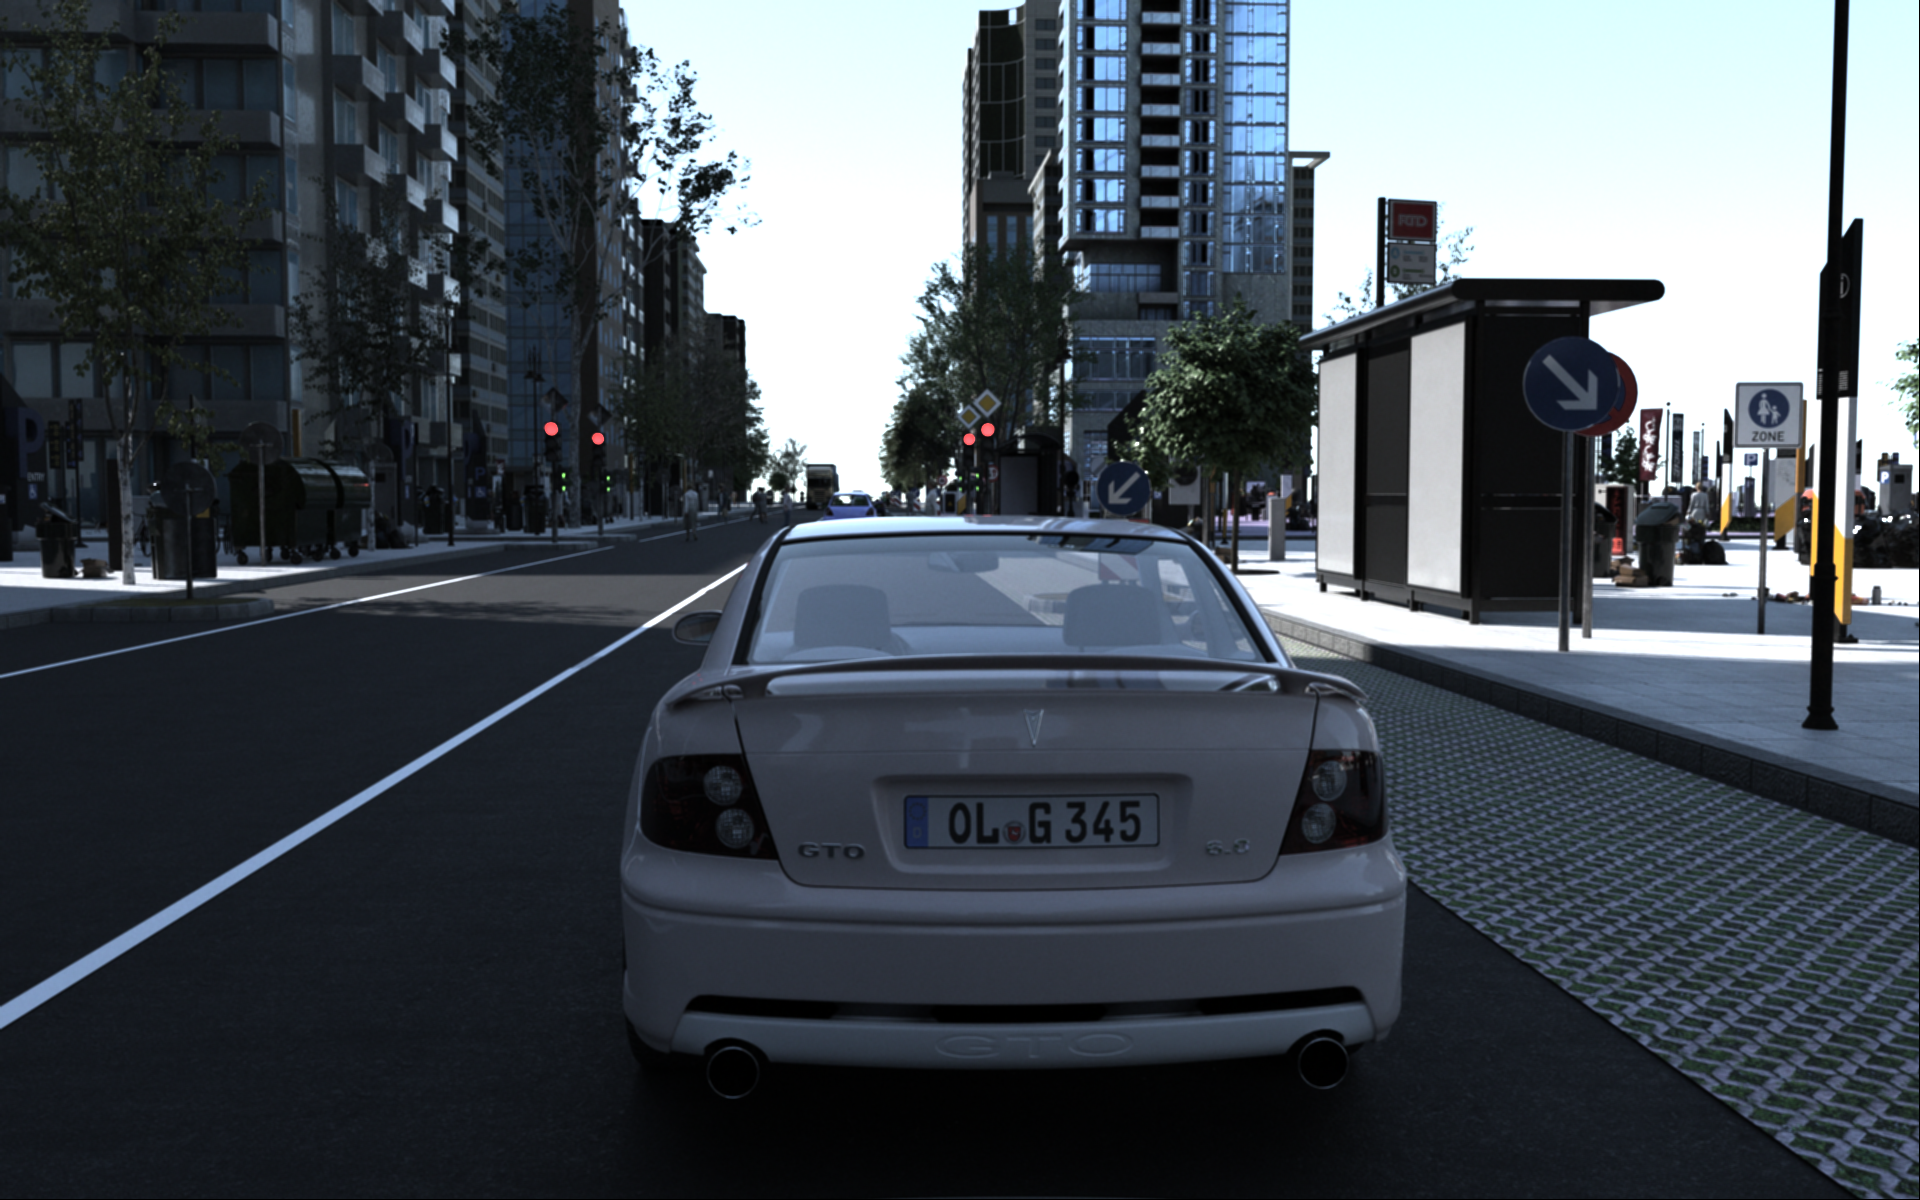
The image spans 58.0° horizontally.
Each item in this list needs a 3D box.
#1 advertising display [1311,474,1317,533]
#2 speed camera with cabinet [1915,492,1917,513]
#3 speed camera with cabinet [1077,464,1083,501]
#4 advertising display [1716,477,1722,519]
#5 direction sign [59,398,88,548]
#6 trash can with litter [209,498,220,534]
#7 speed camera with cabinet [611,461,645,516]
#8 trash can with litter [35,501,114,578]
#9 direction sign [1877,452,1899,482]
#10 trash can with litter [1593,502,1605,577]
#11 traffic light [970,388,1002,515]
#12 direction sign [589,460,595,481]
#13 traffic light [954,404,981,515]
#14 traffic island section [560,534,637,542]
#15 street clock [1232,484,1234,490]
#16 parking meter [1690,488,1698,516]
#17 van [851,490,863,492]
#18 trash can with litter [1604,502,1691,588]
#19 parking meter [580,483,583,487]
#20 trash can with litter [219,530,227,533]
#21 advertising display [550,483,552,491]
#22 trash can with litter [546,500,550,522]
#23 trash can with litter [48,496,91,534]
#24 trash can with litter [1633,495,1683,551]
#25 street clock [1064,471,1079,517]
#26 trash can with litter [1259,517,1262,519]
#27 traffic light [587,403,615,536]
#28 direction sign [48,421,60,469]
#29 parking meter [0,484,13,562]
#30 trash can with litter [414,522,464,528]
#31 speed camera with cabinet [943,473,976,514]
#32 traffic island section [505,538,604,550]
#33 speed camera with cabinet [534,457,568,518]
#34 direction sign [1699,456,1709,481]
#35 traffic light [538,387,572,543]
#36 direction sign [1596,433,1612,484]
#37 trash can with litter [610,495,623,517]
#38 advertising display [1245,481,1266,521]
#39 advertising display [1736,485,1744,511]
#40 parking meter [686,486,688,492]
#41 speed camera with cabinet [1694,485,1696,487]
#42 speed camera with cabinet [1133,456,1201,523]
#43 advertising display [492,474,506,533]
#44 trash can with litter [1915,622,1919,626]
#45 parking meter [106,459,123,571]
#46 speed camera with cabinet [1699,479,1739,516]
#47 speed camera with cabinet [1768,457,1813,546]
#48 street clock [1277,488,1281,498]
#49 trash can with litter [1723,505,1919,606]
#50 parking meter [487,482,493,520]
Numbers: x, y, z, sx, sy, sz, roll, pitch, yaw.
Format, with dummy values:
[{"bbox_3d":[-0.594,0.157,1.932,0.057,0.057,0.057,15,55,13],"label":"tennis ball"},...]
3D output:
[{"bbox_3d":[11.969,-3.189,57.361,0.974,1.923,0.123,-3,5,-41],"label":"advertising display"},{"bbox_3d":[62.163,-7.184,111.797,0.660,3.252,2.038,-1,4,-19],"label":"speed camera with cabinet"},{"bbox_3d":[7.073,-7.290,113.528,2.038,3.252,0.660,2,4,26],"label":"speed camera with cabinet"},{"bbox_3d":[29.415,-3.786,67.111,0.123,1.923,0.974,1,4,19],"label":"advertising display"},{"bbox_3d":[-21.072,-3.018,41.345,0.379,3.537,0.876,-3,5,-44],"label":"direction sign"},{"bbox_3d":[-23.845,-2.662,54.903,0.624,1.170,1.055,-3,4,-37],"label":"trash can with litter"},{"bbox_3d":[-19.529,-6.581,101.936,2.038,3.252,0.660,2,4,25],"label":"speed camera with cabinet"},{"bbox_3d":[-13.590,-0.930,26.600,1.055,1.170,0.624,-1,4,-11],"label":"trash can with litter"},{"bbox_3d":[50.413,-6.235,93.947,0.876,3.537,0.379,3,5,43],"label":"direction sign"},{"bbox_3d":[9.959,-0.941,26.767,1.055,1.170,0.624,-2,4,-28],"label":"trash can with litter"},{"bbox_3d":[0.702,-3.497,46.104,0.839,4.253,0.868,0,4,-3],"label":"traffic light"},{"bbox_3d":[-24.588,-7.574,115.824,0.379,3.537,0.876,-2,4,-32],"label":"direction sign"},{"bbox_3d":[0.254,-3.985,54.077,0.839,4.253,0.868,0,4,-3],"label":"traffic light"},{"bbox_3d":[-11.129,-1.913,53.558,2.009,0.180,2.903,0,4,-3],"label":"traffic island section"},{"bbox_3d":[18.171,-6.697,114.070,0.358,2.002,0.471,-3,5,-43],"label":"street clock"},{"bbox_3d":[39.034,-5.143,92.499,0.372,1.533,0.369,0,3,0],"label":"parking meter"},{"bbox_3d":[-16.096,-16.274,270.460,2.240,2.365,5.245,0,4,-5],"label":"van"},{"bbox_3d":[9.544,-0.769,23.954,1.055,1.170,0.624,-3,4,-36],"label":"trash can with litter"},{"bbox_3d":[-19.682,-5.141,89.770,0.255,1.863,0.399,0,4,6],"label":"parking meter"},{"bbox_3d":[-24.370,-2.774,56.410,2.233,1.210,1.678,0,4,-4],"label":"trash can with litter"},{"bbox_3d":[-23.541,-5.847,100.816,0.974,1.923,0.123,-3,4,-36],"label":"advertising display"},{"bbox_3d":[-19.323,-4.205,79.816,1.678,1.210,2.233,1,4,10],"label":"trash can with litter"},{"bbox_3d":[-29.187,-2.743,55.908,2.233,1.210,1.678,1,4,15],"label":"trash can with litter"},{"bbox_3d":[15.745,-1.701,38.865,1.678,1.210,2.233,-3,4,-38],"label":"trash can with litter"},{"bbox_3d":[3.436,-3.003,53.674,0.471,2.002,0.358,-2,4,-30],"label":"street clock"},{"bbox_3d":[16.001,-4.822,89.900,1.678,1.210,2.233,1,4,15],"label":"trash can with litter"},{"bbox_3d":[-11.089,-3.945,53.426,0.839,4.253,0.868,0,4,-3],"label":"traffic light"},{"bbox_3d":[-27.873,-3.785,53.879,0.379,3.537,0.876,2,4,34],"label":"direction sign"},{"bbox_3d":[-18.275,-1.503,32.990,0.372,1.533,0.369,0,3,0],"label":"parking meter"},{"bbox_3d":[-20.881,-3.610,70.081,1.678,1.210,2.233,3,4,38],"label":"trash can with litter"},{"bbox_3d":[-0.047,-7.019,109.088,2.038,3.252,0.660,0,4,4],"label":"speed camera with cabinet"},{"bbox_3d":[-10.681,-1.425,45.586,2.009,0.180,2.903,0,4,-3],"label":"traffic island section"},{"bbox_3d":[-21.844,-5.999,92.426,0.660,3.252,2.038,2,4,29],"label":"speed camera with cabinet"},{"bbox_3d":[43.770,-6.752,102.392,0.876,3.537,0.379,3,5,43],"label":"direction sign"},{"bbox_3d":[-10.641,-3.458,45.453,0.839,4.253,0.868,0,4,-3],"label":"traffic light"},{"bbox_3d":[20.040,-3.819,54.435,0.876,3.537,0.379,0,4,-3],"label":"direction sign"},{"bbox_3d":[-19.821,-5.412,99.539,1.678,1.210,2.233,-2,4,-28],"label":"trash can with litter"},{"bbox_3d":[14.252,-4.787,83.475,0.974,1.923,0.123,1,4,16],"label":"advertising display"},{"bbox_3d":[59.423,-7.764,132.159,0.123,1.923,0.974,1,4,9],"label":"advertising display"},{"bbox_3d":[-19.852,-7.345,125.804,0.399,1.863,0.255,1,4,21],"label":"parking meter"},{"bbox_3d":[47.202,-7.046,109.543,2.038,3.252,0.660,-3,5,-40],"label":"speed camera with cabinet"},{"bbox_3d":[4.256,-2.679,38.130,2.038,3.252,0.660,0,4,6],"label":"speed camera with cabinet"},{"bbox_3d":[-15.197,-3.174,57.106,0.123,1.923,0.974,-2,4,-34],"label":"advertising display"},{"bbox_3d":[10.373,-0.336,16.543,2.233,1.210,1.678,1,4,21],"label":"trash can with litter"},{"bbox_3d":[-14.136,-1.431,29.102,0.255,1.863,0.399,0,4,-8],"label":"parking meter"},{"bbox_3d":[45.620,-6.705,103.965,2.038,3.252,0.660,3,5,41],"label":"speed camera with cabinet"},{"bbox_3d":[20.980,-3.024,43.785,0.660,3.252,2.038,3,5,44],"label":"speed camera with cabinet"},{"bbox_3d":[19.814,-6.286,107.354,0.471,2.002,0.358,-1,4,-13],"label":"street clock"},{"bbox_3d":[10.182,-0.591,20.727,1.678,1.210,2.233,-1,4,-19],"label":"trash can with litter"},{"bbox_3d":[-23.381,-4.905,85.913,0.399,1.863,0.255,-2,4,-35],"label":"parking meter"}]
